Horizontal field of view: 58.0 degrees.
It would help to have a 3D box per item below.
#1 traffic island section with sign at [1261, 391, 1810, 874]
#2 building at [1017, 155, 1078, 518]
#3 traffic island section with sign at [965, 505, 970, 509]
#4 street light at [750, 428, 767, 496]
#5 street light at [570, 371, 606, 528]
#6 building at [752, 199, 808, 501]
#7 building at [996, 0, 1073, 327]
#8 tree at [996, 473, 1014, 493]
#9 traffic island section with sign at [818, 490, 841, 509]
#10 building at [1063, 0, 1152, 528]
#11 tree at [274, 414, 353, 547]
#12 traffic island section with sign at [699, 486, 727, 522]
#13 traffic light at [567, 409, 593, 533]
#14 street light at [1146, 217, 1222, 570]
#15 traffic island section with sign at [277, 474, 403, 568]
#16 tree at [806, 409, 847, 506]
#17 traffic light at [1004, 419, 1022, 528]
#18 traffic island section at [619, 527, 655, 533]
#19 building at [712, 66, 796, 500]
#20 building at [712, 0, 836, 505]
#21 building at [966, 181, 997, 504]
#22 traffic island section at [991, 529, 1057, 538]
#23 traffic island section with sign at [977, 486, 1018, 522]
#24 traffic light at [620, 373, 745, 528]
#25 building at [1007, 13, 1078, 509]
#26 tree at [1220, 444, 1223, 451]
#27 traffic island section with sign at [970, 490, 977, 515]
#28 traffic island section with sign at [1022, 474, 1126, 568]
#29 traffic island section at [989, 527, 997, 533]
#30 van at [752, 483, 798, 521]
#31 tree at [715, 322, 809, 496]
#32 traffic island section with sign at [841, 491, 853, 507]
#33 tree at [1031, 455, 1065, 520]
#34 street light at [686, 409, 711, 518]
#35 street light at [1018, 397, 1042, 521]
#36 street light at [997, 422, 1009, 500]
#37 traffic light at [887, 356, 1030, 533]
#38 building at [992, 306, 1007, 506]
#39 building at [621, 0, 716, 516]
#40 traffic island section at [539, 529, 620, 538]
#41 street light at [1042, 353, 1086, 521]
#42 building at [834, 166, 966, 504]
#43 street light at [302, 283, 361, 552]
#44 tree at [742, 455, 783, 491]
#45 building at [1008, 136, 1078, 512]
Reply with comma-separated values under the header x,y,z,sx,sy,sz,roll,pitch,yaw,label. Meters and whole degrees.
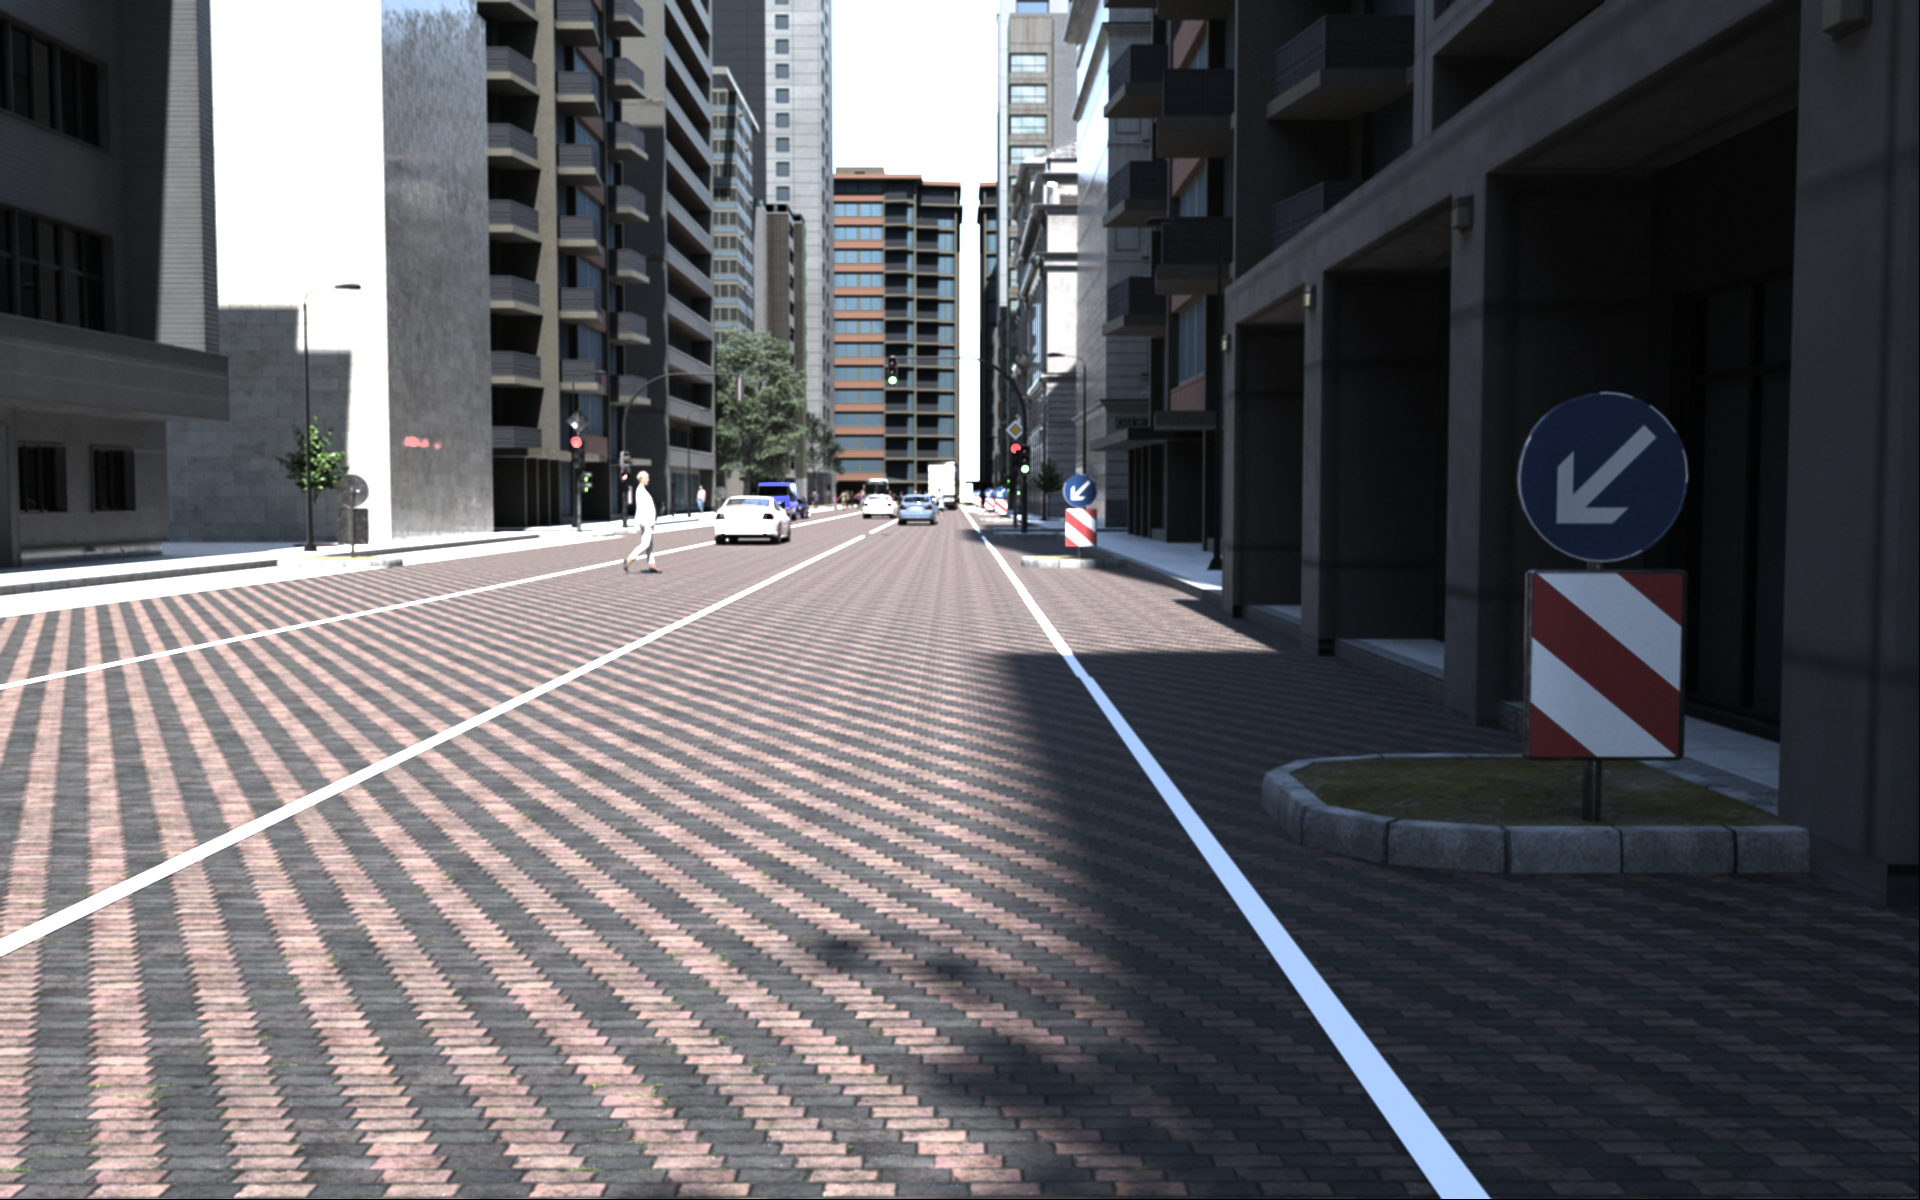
x,y,z,sx,sy,sz,roll,pitch,yaw,label
2.379,0.070,7.484,1.989,1.847,2.006,0,4,0,traffic island section with sign
10.514,-16.098,105.005,13.314,21.916,24.055,0,4,0,building
1.647,-9.689,167.047,1.989,1.847,2.006,0,4,0,traffic island section with sign
-14.278,-9.160,122.311,1.470,5.913,1.316,0,4,0,street light
-14.033,-5.680,65.409,1.470,5.913,1.316,0,4,0,street light
-22.783,-24.454,171.530,14.160,30.474,14.107,0,4,0,building
14.736,-40.337,201.501,21.231,58.520,28.212,0,4,0,building
3.741,-9.155,144.281,1.663,3.219,1.824,0,3,0,tree
-12.774,-9.686,166.990,1.989,1.847,2.006,0,4,0,traffic island section with sign
26.923,-18.138,72.973,44.131,29.872,17.030,0,4,0,building
-15.642,-2.904,42.081,1.663,3.219,1.824,0,3,0,tree
-12.430,-4.977,89.996,1.989,1.847,2.006,0,4,0,traffic island section with sign
-12.558,-4.171,57.111,0.839,4.253,0.868,0,4,0,traffic light
3.819,-3.466,29.205,1.470,5.913,1.316,0,4,0,street light
-12.161,-1.567,34.245,1.989,1.847,2.006,0,4,0,traffic island section with sign
-15.681,-15.444,186.926,7.601,10.594,8.767,2,4,24,tree
2.066,-4.664,65.179,0.839,4.253,0.868,0,4,0,traffic light
-12.635,-2.627,65.231,2.009,0.180,2.903,0,4,0,traffic island section
-31.118,-28.126,151.745,32.217,40.220,23.993,0,4,0,building
-25.770,-46.876,204.668,20.611,71.187,20.563,0,4,0,building
15.091,-35.471,234.570,28.867,44.769,22.147,0,4,0,building
2.143,-2.142,57.308,2.009,0.180,2.903,0,4,0,traffic island section
2.003,-4.970,89.892,1.989,1.847,2.006,0,4,0,traffic island section with sign
-10.503,-5.534,65.141,4.771,5.953,1.251,0,4,0,traffic light
11.089,-28.616,151.463,14.154,41.232,14.086,0,4,0,building
4.557,-1.856,24.950,1.663,3.219,1.824,0,3,0,tree
1.872,-6.667,117.640,1.989,1.847,2.006,0,4,0,traffic island section with sign
2.247,-1.594,34.686,1.989,1.847,2.006,0,4,0,traffic island section with sign
2.107,-2.631,65.293,2.009,0.180,2.903,0,4,0,traffic island section
-9.861,-5.417,92.946,2.240,2.365,5.245,0,4,0,van
-15.915,-13.649,129.819,9.857,13.997,8.962,0,3,0,tree
-12.892,-11.334,193.945,1.989,1.847,2.006,0,4,0,traffic island section with sign
4.258,-5.520,84.849,1.663,3.219,1.824,0,3,0,tree
-14.225,-7.449,94.327,1.470,5.913,1.316,0,4,0,street light
3.513,-6.751,82.914,1.470,5.913,1.316,0,4,0,street light
3.320,-8.491,111.363,1.470,5.913,1.316,0,4,0,street light
0.012,-5.038,57.043,4.771,5.953,1.251,0,4,0,traffic light
17.437,-20.129,174.140,27.650,21.520,28.899,0,4,0,building
-27.916,-29.801,110.952,21.300,48.544,21.600,0,4,0,building
-12.598,-2.139,57.246,2.009,0.180,2.903,0,4,0,traffic island section
3.571,-5.177,57.188,1.470,5.913,1.316,0,4,0,street light
-14.034,-35.448,234.195,28.867,44.769,22.147,0,4,0,building
-13.906,-4.024,38.341,1.470,5.913,1.316,0,4,0,street light
-15.592,-9.462,138.420,4.285,4.588,4.351,0,3,0,tree
10.836,-20.867,128.564,14.401,28.519,23.554,0,4,0,building
